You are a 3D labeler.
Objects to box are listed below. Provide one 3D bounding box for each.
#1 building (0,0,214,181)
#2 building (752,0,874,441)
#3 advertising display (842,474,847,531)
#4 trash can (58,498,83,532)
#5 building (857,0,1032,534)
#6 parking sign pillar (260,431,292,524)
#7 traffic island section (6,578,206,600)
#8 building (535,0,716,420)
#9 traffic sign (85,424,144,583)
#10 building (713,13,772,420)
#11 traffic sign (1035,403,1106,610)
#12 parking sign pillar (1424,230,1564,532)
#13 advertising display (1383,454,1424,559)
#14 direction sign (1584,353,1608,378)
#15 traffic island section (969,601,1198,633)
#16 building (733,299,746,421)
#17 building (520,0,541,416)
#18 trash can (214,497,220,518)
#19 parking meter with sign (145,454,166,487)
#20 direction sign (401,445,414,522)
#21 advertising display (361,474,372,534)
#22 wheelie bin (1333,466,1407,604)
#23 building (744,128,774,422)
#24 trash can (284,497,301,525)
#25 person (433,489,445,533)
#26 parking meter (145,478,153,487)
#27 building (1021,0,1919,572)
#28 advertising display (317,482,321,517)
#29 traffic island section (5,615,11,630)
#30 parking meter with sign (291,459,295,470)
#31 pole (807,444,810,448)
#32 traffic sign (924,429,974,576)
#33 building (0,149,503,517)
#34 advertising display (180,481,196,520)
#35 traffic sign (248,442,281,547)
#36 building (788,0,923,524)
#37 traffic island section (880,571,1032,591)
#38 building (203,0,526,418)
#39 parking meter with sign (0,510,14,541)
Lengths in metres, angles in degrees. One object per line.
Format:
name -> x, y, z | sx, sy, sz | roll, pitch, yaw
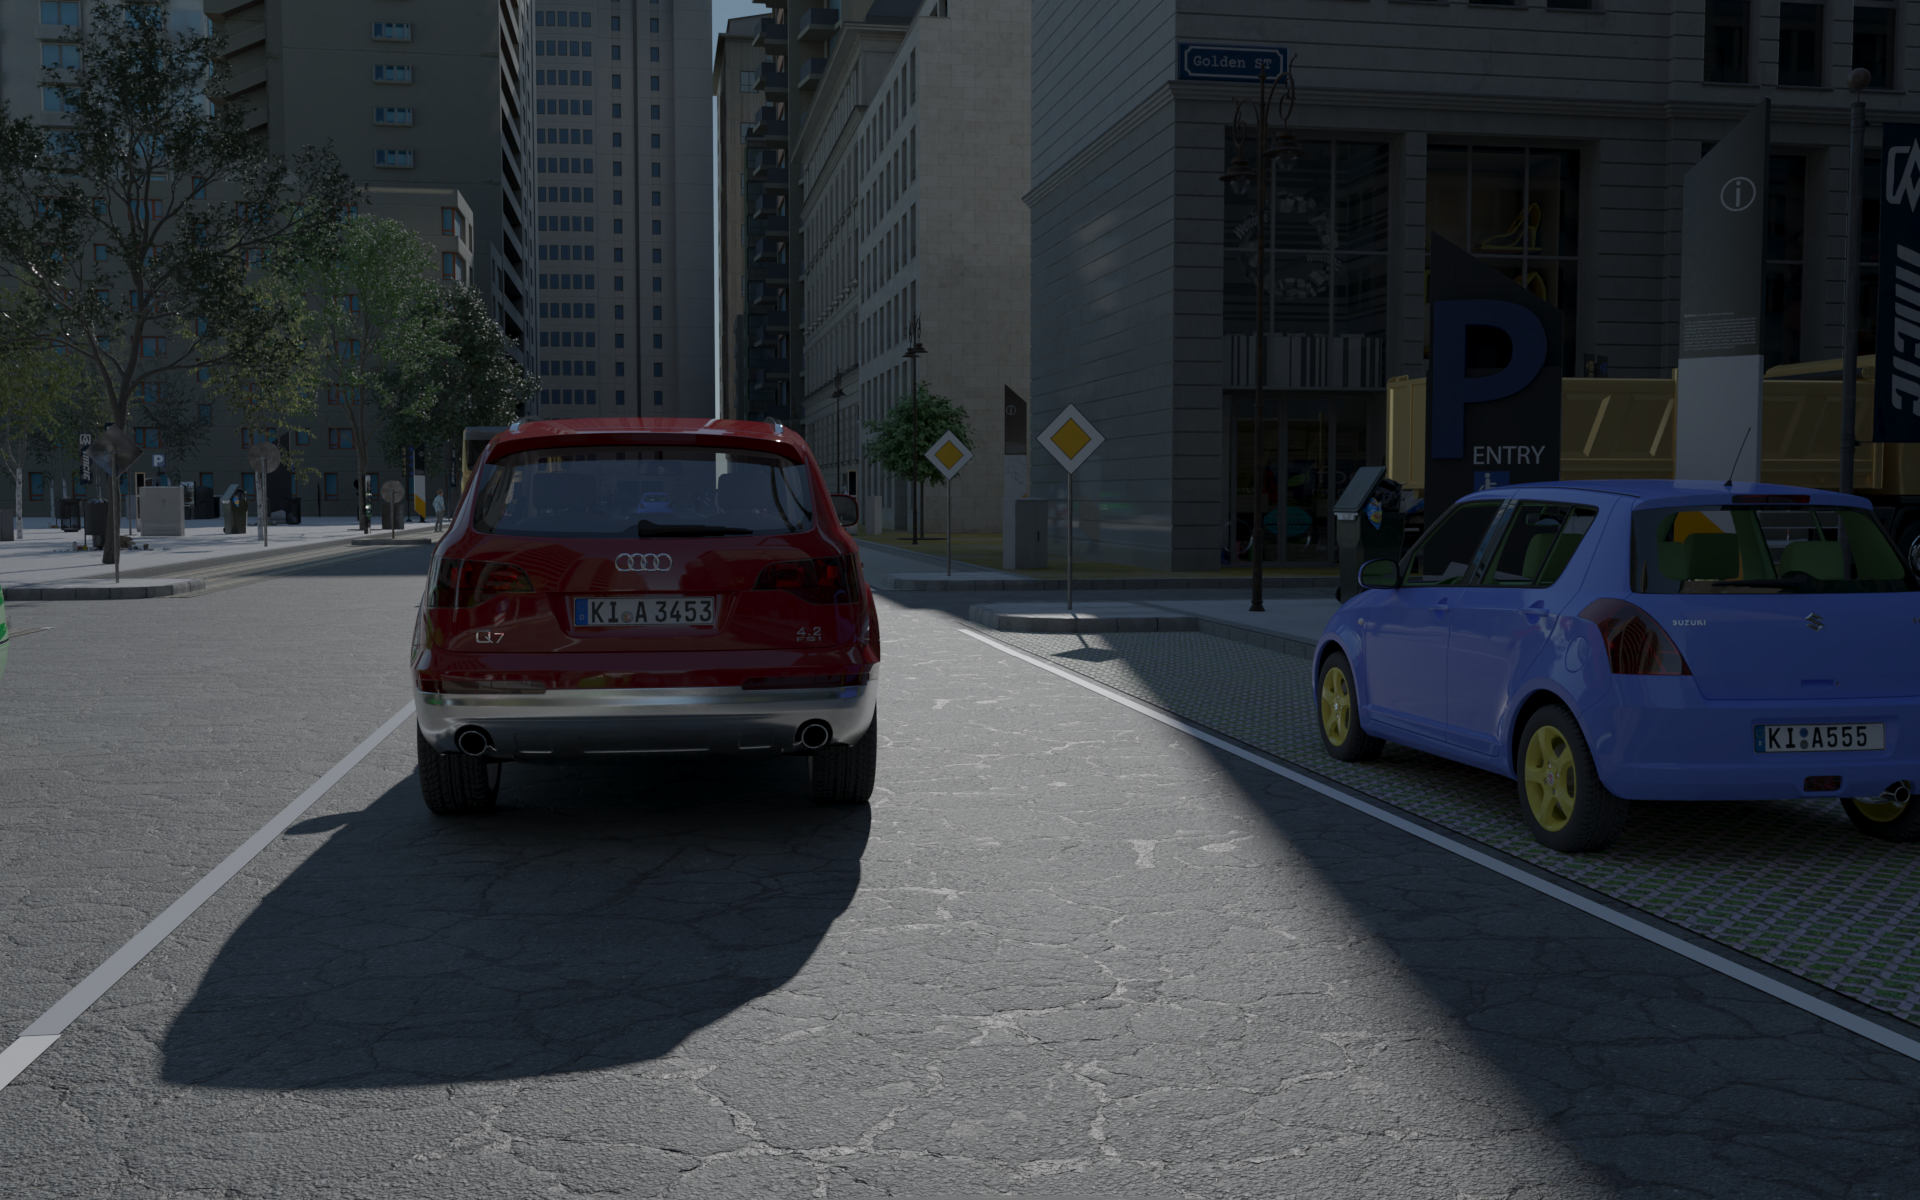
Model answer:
building -> -75.619, -32.643, 153.315 | 30.456, 49.044, 23.786 | -1, 4, -10
building -> -2.731, -28.397, 118.910 | 22.147, 44.769, 28.867 | -1, 4, -10
advertising display -> -3.632, -3.068, 55.372 | 0.123, 1.923, 0.974 | -1, 4, -11
trash can -> -29.954, -2.855, 58.332 | 0.748, 1.137, 0.748 | 0, 3, 0
building -> 2.355, -12.832, 64.559 | 10.420, 20.320, 16.860 | -1, 4, -10
parking sign pillar -> -29.302, -5.236, 74.083 | 1.447, 3.967, 1.447 | -1, 4, -14
traffic island section -> -12.161, -0.163, 24.952 | 2.009, 0.180, 2.903 | -1, 4, -10
building -> -41.673, -39.718, 191.391 | 28.212, 58.520, 21.231 | -1, 4, -10
traffic sign -> -12.139, -1.300, 24.895 | 0.795, 2.450, 0.064 | -1, 4, -10
building -> -14.419, -37.388, 200.526 | 27.495, 52.752, 28.713 | -1, 4, -10
traffic sign -> 1.213, -0.946, 19.116 | 0.795, 2.450, 0.064 | -1, 4, -10
parking sign pillar -> 5.383, -1.774, 17.484 | 1.447, 3.967, 1.447 | 1, 4, 21
advertising display -> 7.225, -1.388, 27.902 | 0.974, 1.923, 0.123 | -2, 4, -24
direction sign -> 10.324, -2.215, 28.219 | 0.379, 3.537, 0.876 | 3, 5, 42
traffic island section -> 1.235, 0.189, 19.197 | 2.009, 0.180, 2.903 | -1, 4, -10
building -> -6.780, -19.484, 163.597 | 27.650, 21.520, 28.899 | -1, 4, -10
building -> -50.112, -44.123, 159.663 | 20.611, 71.187, 20.563 | -1, 4, -10
trash can -> -39.433, -4.884, 91.505 | 0.748, 1.137, 0.748 | 0, 3, 0
parking meter with sign -> -35.138, -4.838, 75.369 | 0.543, 3.016, 1.738 | 0, 4, -5
direction sign -> -25.440, -5.373, 79.850 | 0.876, 3.537, 0.379 | 2, 4, 33
advertising display -> -19.059, -3.085, 55.649 | 0.123, 1.923, 0.974 | -1, 4, -9
wheelie bin -> 4.747, -0.743, 20.051 | 0.693, 1.594, 0.980 | -1, 4, -14
building -> -10.518, -22.572, 140.749 | 14.160, 30.474, 14.107 | -1, 4, -10
trash can -> -27.864, -3.713, 72.365 | 0.748, 1.137, 0.748 | 0, 3, 0
person -> -19.250, -3.291, 64.115 | 0.330, 1.601, 0.589 | -3, 5, -44
parking meter -> -29.415, -3.481, 62.625 | 0.255, 1.863, 0.399 | 3, 4, 39
building -> 17.044, -15.778, 35.459 | 29.804, 29.767, 11.434 | -1, 4, -10
advertising display -> -35.659, -5.578, 96.415 | 0.123, 1.923, 0.974 | -1, 4, -17
traffic island section -> -10.772, 0.318, 17.089 | 2.009, 0.180, 2.903 | -1, 4, -10
parking meter with sign -> -33.260, -5.425, 84.955 | 0.543, 3.016, 1.738 | 0, 4, 5
pole -> -6.268, -4.732, 71.204 | 0.158, 3.312, 0.155 | 0, 3, 0
traffic sign -> -0.176, -1.427, 26.979 | 0.795, 2.450, 0.064 | -1, 4, -10
building -> -44.551, -16.222, 110.262 | 27.650, 21.520, 28.899 | -1, 4, -10
advertising display -> -38.235, -4.921, 85.675 | 0.974, 1.923, 0.123 | 1, 4, 16
traffic sign -> -16.919, -2.571, 42.145 | 0.768, 2.556, 0.104 | 0, 4, -5
building -> 0.553, -15.575, 87.939 | 16.112, 22.955, 30.059 | -1, 4, -10
traffic island section -> -0.154, -0.292, 27.061 | 2.009, 0.180, 2.903 | -1, 4, -10
building -> -45.824, -31.276, 135.065 | 21.300, 48.544, 21.600 | -1, 4, -10
parking meter with sign -> -26.342, -3.066, 46.392 | 0.543, 3.016, 1.738 | 2, 4, 33
